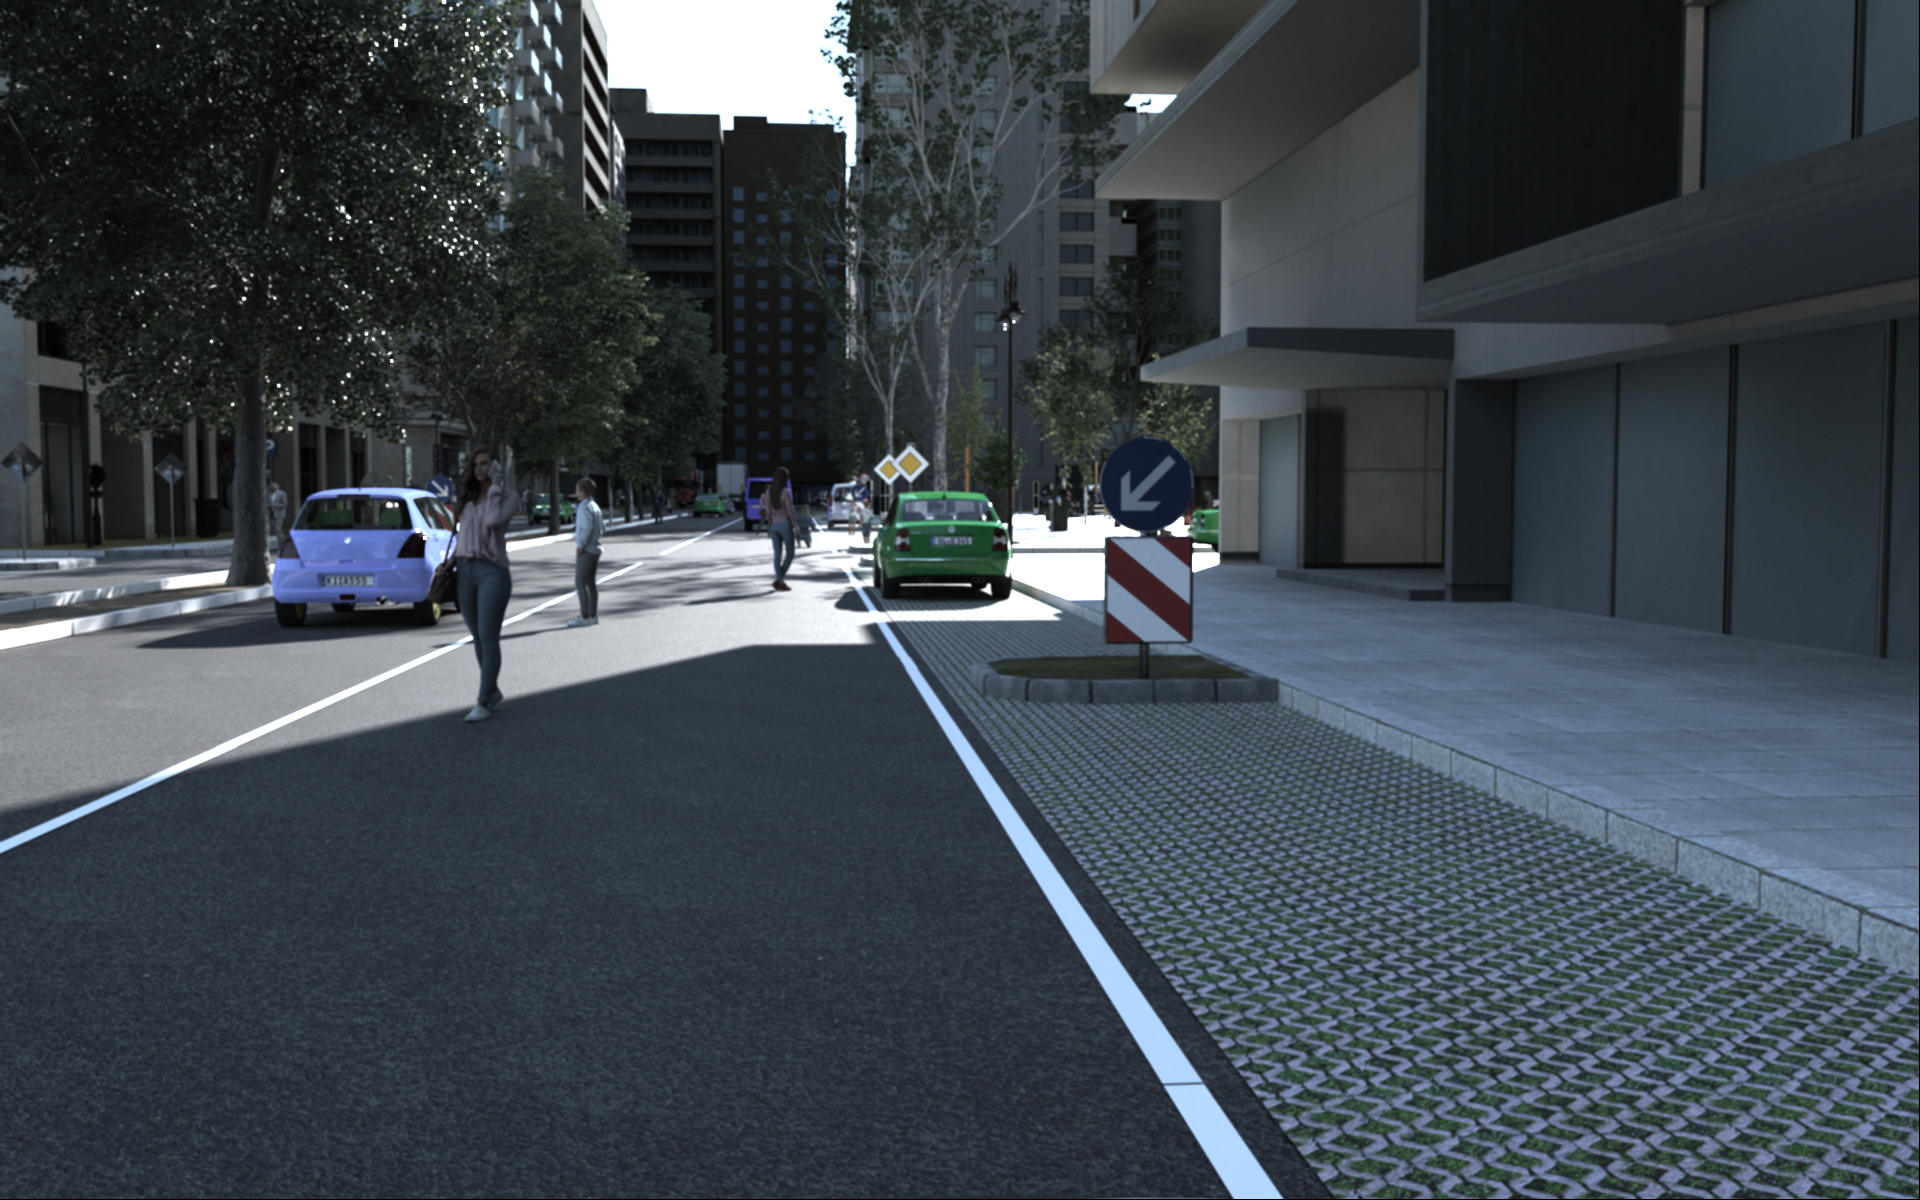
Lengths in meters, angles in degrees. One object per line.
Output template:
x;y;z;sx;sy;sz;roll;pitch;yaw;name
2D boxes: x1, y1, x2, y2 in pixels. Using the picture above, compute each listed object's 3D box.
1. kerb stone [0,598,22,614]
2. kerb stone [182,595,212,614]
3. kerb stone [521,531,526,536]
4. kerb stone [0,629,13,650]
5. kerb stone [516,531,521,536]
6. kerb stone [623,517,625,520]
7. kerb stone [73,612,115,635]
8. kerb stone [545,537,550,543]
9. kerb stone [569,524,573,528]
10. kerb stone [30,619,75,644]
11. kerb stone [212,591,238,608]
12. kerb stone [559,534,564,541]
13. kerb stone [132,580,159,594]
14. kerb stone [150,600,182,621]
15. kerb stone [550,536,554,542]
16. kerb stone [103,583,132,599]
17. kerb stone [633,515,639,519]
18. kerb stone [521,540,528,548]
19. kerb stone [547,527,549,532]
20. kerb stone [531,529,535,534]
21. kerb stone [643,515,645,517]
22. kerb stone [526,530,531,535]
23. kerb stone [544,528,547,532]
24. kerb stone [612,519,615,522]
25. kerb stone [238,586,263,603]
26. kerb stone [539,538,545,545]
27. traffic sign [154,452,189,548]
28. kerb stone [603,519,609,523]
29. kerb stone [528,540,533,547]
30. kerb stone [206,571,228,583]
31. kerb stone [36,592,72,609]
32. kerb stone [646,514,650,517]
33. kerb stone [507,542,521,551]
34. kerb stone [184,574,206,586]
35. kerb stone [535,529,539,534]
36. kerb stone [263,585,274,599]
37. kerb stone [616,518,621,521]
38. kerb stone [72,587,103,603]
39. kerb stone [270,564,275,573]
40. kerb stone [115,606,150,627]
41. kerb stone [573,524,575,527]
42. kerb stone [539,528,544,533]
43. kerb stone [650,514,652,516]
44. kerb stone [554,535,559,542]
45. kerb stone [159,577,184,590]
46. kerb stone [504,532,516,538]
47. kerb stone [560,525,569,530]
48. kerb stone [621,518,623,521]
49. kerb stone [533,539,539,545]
-11.459;0.080;20.894;0.120;0.150;1.000;0;4;-5;kerb stone
-9.361;0.071;21.062;0.120;0.150;1.000;0;4;-5;kerb stone
-15.056;-2.260;59.190;0.120;0.150;1.000;0;4;-5;kerb stone
-8.879;0.382;15.956;0.120;0.150;1.000;0;4;-5;kerb stone
-14.970;-2.200;58.171;0.120;0.150;1.000;0;4;-5;kerb stone
-18.239;-4.321;92.881;0.120;0.150;1.000;0;4;-5;kerb stone
-9.065;0.259;18.002;0.120;0.150;1.000;0;4;-5;kerb stone
-12.106;-1.711;50.208;0.120;0.150;1.000;0;4;-5;kerb stone
-16.212;-3.012;71.433;0.120;0.150;1.000;0;4;-5;kerb stone
-8.976;0.326;16.974;0.120;0.150;1.000;0;4;-5;kerb stone
-9.461;0.012;22.080;0.120;0.150;1.000;0;4;-5;kerb stone
-12.394;-1.900;53.266;0.120;0.150;1.000;0;4;-5;kerb stone
-11.841;-0.170;24.988;0.120;0.150;1.000;0;4;-5;kerb stone
-9.266;0.132;20.036;0.120;0.150;1.000;0;4;-5;kerb stone
-12.203;-1.776;51.231;0.120;0.150;1.000;0;4;-5;kerb stone
-11.743;-0.106;23.963;0.120;0.150;1.000;0;4;-5;kerb stone
-19.198;-4.947;103.080;0.120;0.150;1.000;0;4;-5;kerb stone
-11.724;-1.463;46.137;0.120;0.150;1.000;0;4;-5;kerb stone
-15.644;-2.637;65.313;0.120;0.150;1.000;0;4;-5;kerb stone
-15.253;-2.388;61.237;0.120;0.150;1.000;0;4;-5;kerb stone
-19.383;-5.072;105.124;0.120;0.150;1.000;0;4;-5;kerb stone
-15.157;-2.326;60.219;0.120;0.150;1.000;0;4;-5;kerb stone
-15.544;-2.575;64.296;0.120;0.150;1.000;0;4;-5;kerb stone
-17.747;-4.012;87.784;0.120;0.150;1.000;0;4;-5;kerb stone
-9.555;-0.053;23.107;0.120;0.150;1.000;0;4;-5;kerb stone
-12.001;-1.651;49.191;0.120;0.150;1.000;0;4;-5;kerb stone
-18.773;-2.301;41.264;0.795;2.450;0.064;0;4;-5;traffic sign
-17.657;-3.948;86.749;0.120;0.150;1.000;0;4;-5;kerb stone
-11.822;-1.527;47.155;0.120;0.150;1.000;0;4;-5;kerb stone
-12.125;-0.358;28.047;0.120;0.150;1.000;0;4;-5;kerb stone
-11.548;0.017;21.920;0.120;0.150;1.000;0;4;-5;kerb stone
-19.780;-5.322;109.202;0.120;0.150;1.000;0;4;-5;kerb stone
-11.631;-1.402;45.119;0.120;0.150;1.000;0;4;-5;kerb stone
-12.033;-0.293;27.029;0.120;0.150;1.000;0;4;-5;kerb stone
-15.348;-2.450;62.255;0.120;0.150;1.000;0;4;-5;kerb stone
-9.649;-0.118;24.127;0.120;0.150;1.000;0;4;-5;kerb stone
-18.043;-4.199;90.841;0.120;0.150;1.000;0;4;-5;kerb stone
-11.648;-0.045;22.938;0.120;0.150;1.000;0;4;-5;kerb stone
-12.416;-0.544;31.108;0.120;0.150;1.000;0;4;-5;kerb stone
-9.171;0.194;19.018;0.120;0.150;1.000;0;4;-5;kerb stone
-16.305;-3.074;72.454;0.120;0.150;1.000;0;4;-5;kerb stone
-15.444;-2.508;63.279;0.120;0.150;1.000;0;4;-5;kerb stone
-19.864;-5.383;110.221;0.120;0.150;1.000;0;4;-5;kerb stone
-12.299;-1.838;52.249;0.120;0.150;1.000;0;4;-5;kerb stone
-11.938;-0.233;26.005;0.120;0.150;1.000;0;4;-5;kerb stone
-14.864;-2.131;57.155;0.120;0.150;1.000;0;4;-5;kerb stone
-16.114;-2.948;70.403;0.120;0.150;1.000;0;4;-5;kerb stone
-18.135;-4.261;91.864;0.120;0.150;1.000;0;4;-5;kerb stone
-11.924;-1.589;48.172;0.120;0.150;1.000;0;4;-5;kerb stone
